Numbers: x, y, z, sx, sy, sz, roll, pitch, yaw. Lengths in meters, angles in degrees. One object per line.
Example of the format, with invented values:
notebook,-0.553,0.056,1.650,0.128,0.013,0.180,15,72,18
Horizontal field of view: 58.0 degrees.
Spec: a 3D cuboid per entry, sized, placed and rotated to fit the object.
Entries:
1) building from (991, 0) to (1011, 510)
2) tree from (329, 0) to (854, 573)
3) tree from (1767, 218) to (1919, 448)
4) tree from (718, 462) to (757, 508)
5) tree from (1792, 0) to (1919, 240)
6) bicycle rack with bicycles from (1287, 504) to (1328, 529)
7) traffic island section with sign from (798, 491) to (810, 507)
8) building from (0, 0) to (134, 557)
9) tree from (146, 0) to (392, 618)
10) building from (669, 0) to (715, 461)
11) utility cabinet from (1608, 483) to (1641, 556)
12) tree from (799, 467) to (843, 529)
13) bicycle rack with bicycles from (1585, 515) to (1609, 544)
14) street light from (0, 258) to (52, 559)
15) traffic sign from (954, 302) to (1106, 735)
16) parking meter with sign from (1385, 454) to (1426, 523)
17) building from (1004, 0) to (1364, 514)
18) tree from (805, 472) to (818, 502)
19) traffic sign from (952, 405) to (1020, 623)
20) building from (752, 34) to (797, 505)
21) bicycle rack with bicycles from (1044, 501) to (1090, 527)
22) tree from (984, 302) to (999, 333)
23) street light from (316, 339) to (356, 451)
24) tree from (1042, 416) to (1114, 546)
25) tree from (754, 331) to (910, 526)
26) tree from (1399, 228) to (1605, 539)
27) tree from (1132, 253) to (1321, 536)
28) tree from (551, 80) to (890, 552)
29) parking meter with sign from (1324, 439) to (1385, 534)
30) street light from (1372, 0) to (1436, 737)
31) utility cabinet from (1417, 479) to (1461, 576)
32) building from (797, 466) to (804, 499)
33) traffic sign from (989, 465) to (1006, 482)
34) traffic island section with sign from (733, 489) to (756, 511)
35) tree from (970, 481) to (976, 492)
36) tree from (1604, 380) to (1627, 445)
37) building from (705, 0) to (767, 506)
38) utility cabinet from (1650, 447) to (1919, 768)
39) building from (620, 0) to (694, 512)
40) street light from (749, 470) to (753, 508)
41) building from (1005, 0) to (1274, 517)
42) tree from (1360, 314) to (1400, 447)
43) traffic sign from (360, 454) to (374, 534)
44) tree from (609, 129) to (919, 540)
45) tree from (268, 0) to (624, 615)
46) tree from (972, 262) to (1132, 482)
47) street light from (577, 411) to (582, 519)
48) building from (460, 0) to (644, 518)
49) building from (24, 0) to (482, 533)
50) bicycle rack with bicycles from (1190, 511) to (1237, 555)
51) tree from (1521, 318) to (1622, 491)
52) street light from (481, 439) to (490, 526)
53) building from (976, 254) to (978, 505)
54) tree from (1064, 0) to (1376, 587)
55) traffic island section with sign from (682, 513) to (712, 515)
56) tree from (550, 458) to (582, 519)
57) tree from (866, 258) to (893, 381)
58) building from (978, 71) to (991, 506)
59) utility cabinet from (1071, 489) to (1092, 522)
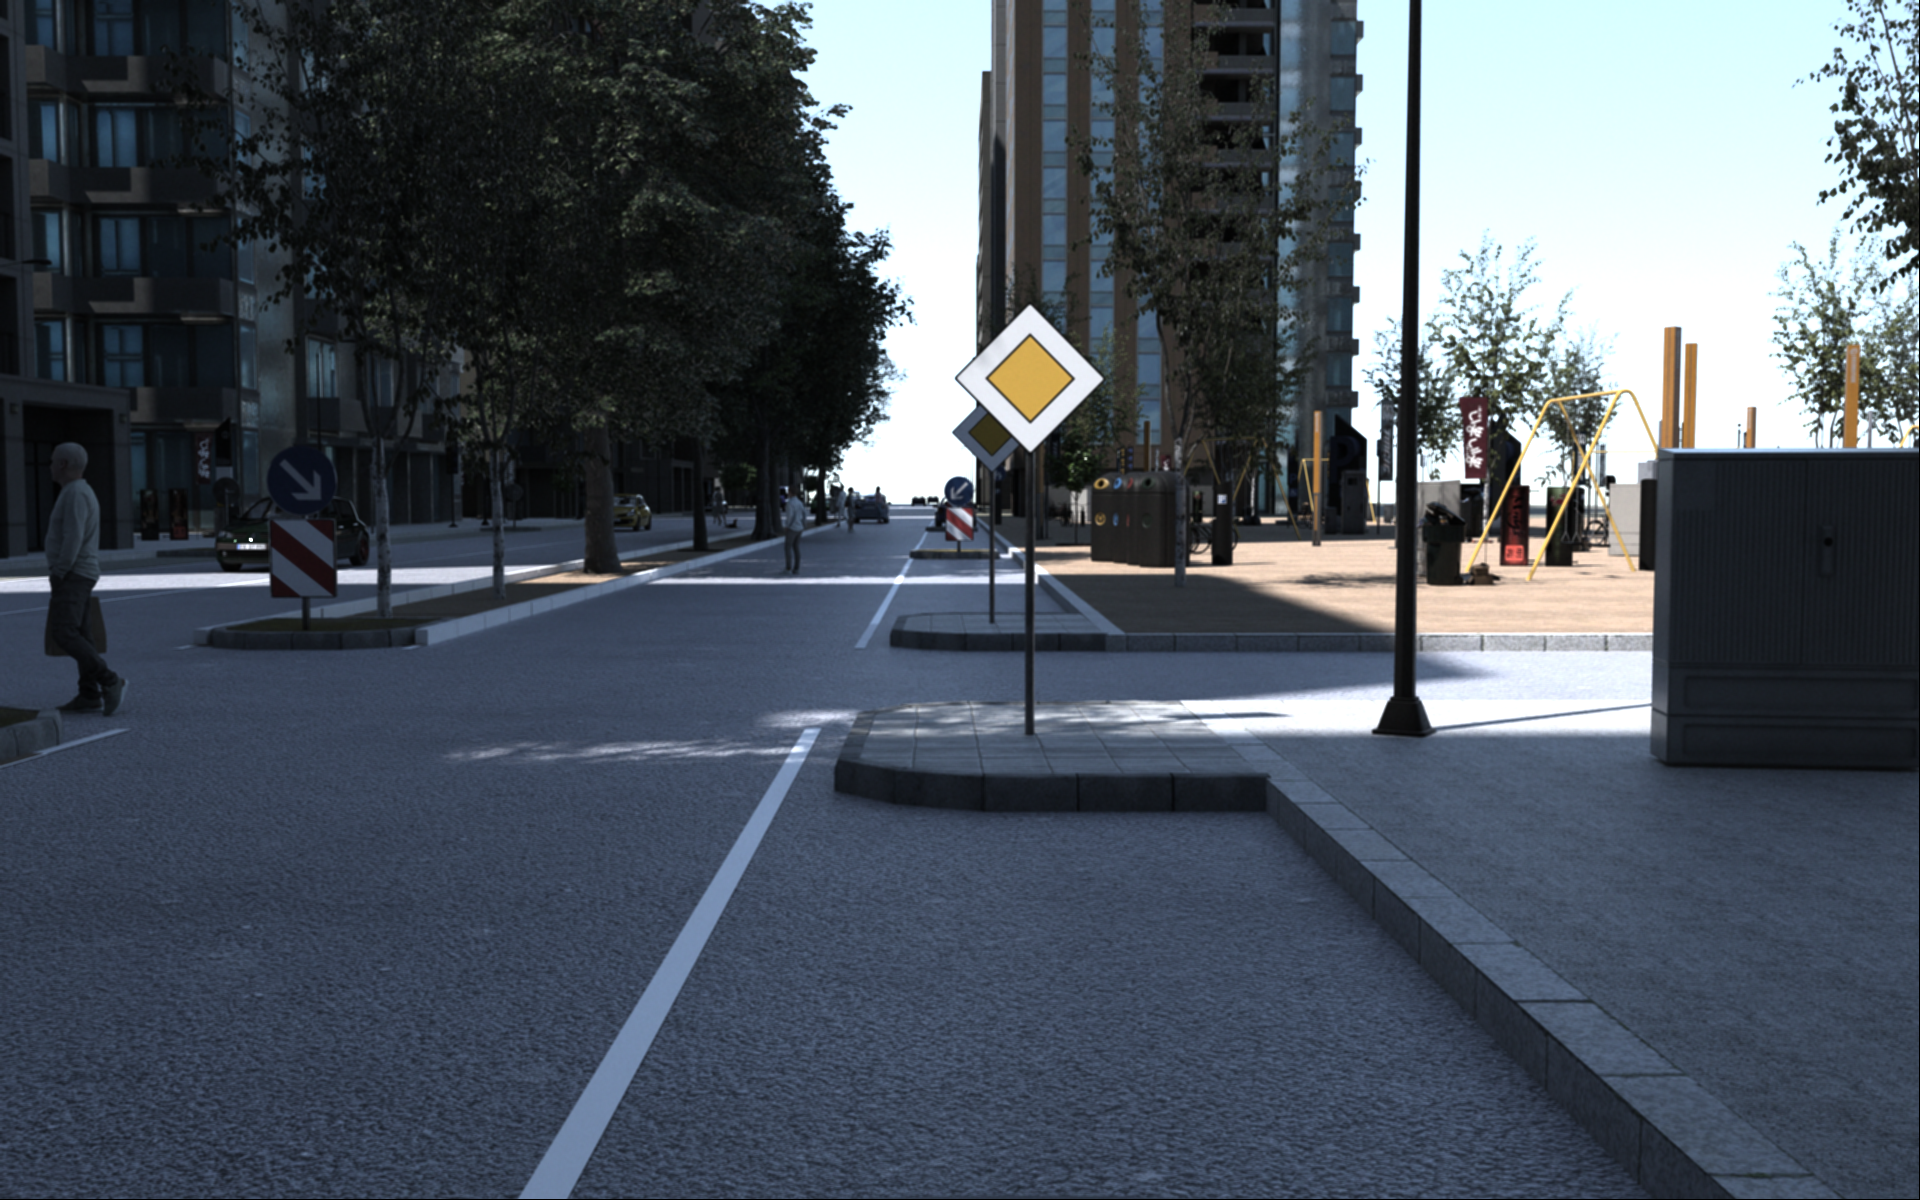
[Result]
building,13.205,-37.338,152.477,21.231,58.520,28.212,0,4,0
tree,-6.465,-7.445,30.843,9.857,13.997,8.962,0,3,0
tree,23.925,-5.928,47.280,4.737,8.622,4.395,0,3,0
tree,-20.743,-11.291,168.315,4.285,4.588,4.351,0,3,0
tree,11.279,-4.217,19.318,4.360,8.622,3.978,0,3,0
bicycle rack with bicycles,13.629,-3.122,64.420,2.925,0.926,2.852,-1,4,-17
traffic island section with sign,-18.166,-11.577,197.911,1.989,1.847,2.006,0,4,0
building,-29.608,-36.437,33.995,20.563,71.187,20.611,0,4,0
tree,-6.293,-4.017,18.503,4.360,8.622,3.978,0,3,0
building,-28.617,-30.456,148.065,14.600,45.320,14.200,0,4,0
utility cabinet,13.990,-1.649,35.636,1.173,1.500,0.318,2,4,28
tree,-6.397,-7.230,71.024,4.360,8.622,3.978,0,3,0
bicycle rack with bicycles,16.897,-1.792,42.677,2.925,0.926,2.852,0,4,3
street light,-18.587,-3.775,34.268,1.470,5.913,1.316,0,4,0
traffic sign,0.368,-0.338,9.175,0.795,2.450,0.064,0,4,0
parking meter with sign,19.675,-4.919,76.693,1.738,3.016,0.543,2,4,33
building,15.165,-30.782,122.902,23.786,49.044,30.456,0,4,0
tree,-21.683,-16.426,252.282,4.285,4.588,4.351,0,3,0
traffic sign,0.315,-0.827,17.160,0.795,2.450,0.064,0,4,0
building,-32.443,-41.354,218.136,21.231,58.520,28.212,0,4,0
bicycle rack with bicycles,3.823,-3.328,67.787,2.852,0.926,2.925,0,4,6
tree,2.646,-6.815,61.788,4.360,8.622,3.978,0,3,0
street light,-18.665,-4.854,51.908,1.470,5.913,1.316,0,4,0
tree,2.763,-2.957,42.954,1.663,3.219,1.824,0,3,0
tree,-6.410,-8.588,77.286,8.767,10.594,7.601,0,4,0
tree,15.148,-6.025,48.869,4.737,8.622,4.395,0,3,0
tree,8.594,-6.287,53.161,4.737,8.622,4.395,0,3,0
tree,-6.574,-7.018,42.950,9.928,11.665,9.643,0,3,0
parking meter with sign,12.502,-3.600,55.128,1.738,3.016,0.543,0,4,2
street light,1.846,-2.238,9.135,1.470,5.913,1.316,0,4,0
utility cabinet,7.328,-1.099,26.642,0.318,1.500,1.173,0,4,-4
building,-29.211,-36.072,239.886,14.600,45.320,14.200,0,4,0
traffic sign,1.625,-4.586,75.087,0.768,2.556,0.104,0,4,5
traffic island section with sign,-17.813,-8.288,144.140,1.989,1.847,2.006,0,4,0
tree,1.108,-14.113,225.352,1.663,3.219,1.824,0,3,0
tree,28.642,-8.004,81.229,4.737,8.622,4.395,0,3,0
building,-35.612,-36.733,189.824,28.713,52.752,27.495,0,4,0
utility cabinet,3.913,0.033,8.138,1.173,1.500,0.318,0,4,8
building,-30.516,-42.302,129.890,20.563,71.187,20.611,0,4,0
street light,-19.352,-11.771,164.990,1.470,5.913,1.316,0,4,0
building,9.807,-27.559,100.693,14.600,45.320,14.200,0,4,0
tree,17.559,-7.139,67.080,4.737,8.622,4.395,0,3,0
traffic sign,-18.897,-3.396,55.631,0.768,2.556,0.104,0,4,2
tree,-6.074,-8.174,53.104,9.611,12.733,9.660,0,3,0
tree,-6.224,-4.290,22.956,4.360,8.622,3.978,0,3,0
tree,2.452,-6.358,54.321,4.737,8.622,4.395,0,3,0
street light,-18.814,-7.053,87.851,1.470,5.913,1.316,0,4,0
building,-31.922,-27.607,105.993,22.147,44.769,28.867,0,4,0
building,-33.178,-27.432,68.118,23.786,49.044,30.456,0,4,0
bicycle rack with bicycles,4.543,-1.465,37.337,2.925,0.926,2.852,0,4,-6
tree,25.921,-7.510,73.155,4.360,8.622,3.978,0,3,0
street light,-18.820,-5.989,70.455,1.470,5.913,1.316,0,4,0
building,8.902,-26.767,209.342,14.160,30.474,14.107,0,4,0
tree,3.139,-4.475,23.526,4.360,8.622,3.978,0,3,0
traffic island section with sign,-17.632,-6.626,116.969,1.989,1.847,2.006,0,4,0
tree,-20.457,-5.844,90.149,1.663,3.219,1.824,0,3,0
tree,-6.861,-9.453,63.663,9.857,13.997,8.962,0,3,0
building,12.852,-34.697,190.996,21.300,48.544,21.600,0,4,0
utility cabinet,5.575,-4.324,79.374,0.318,1.500,1.173,-3,4,-36
